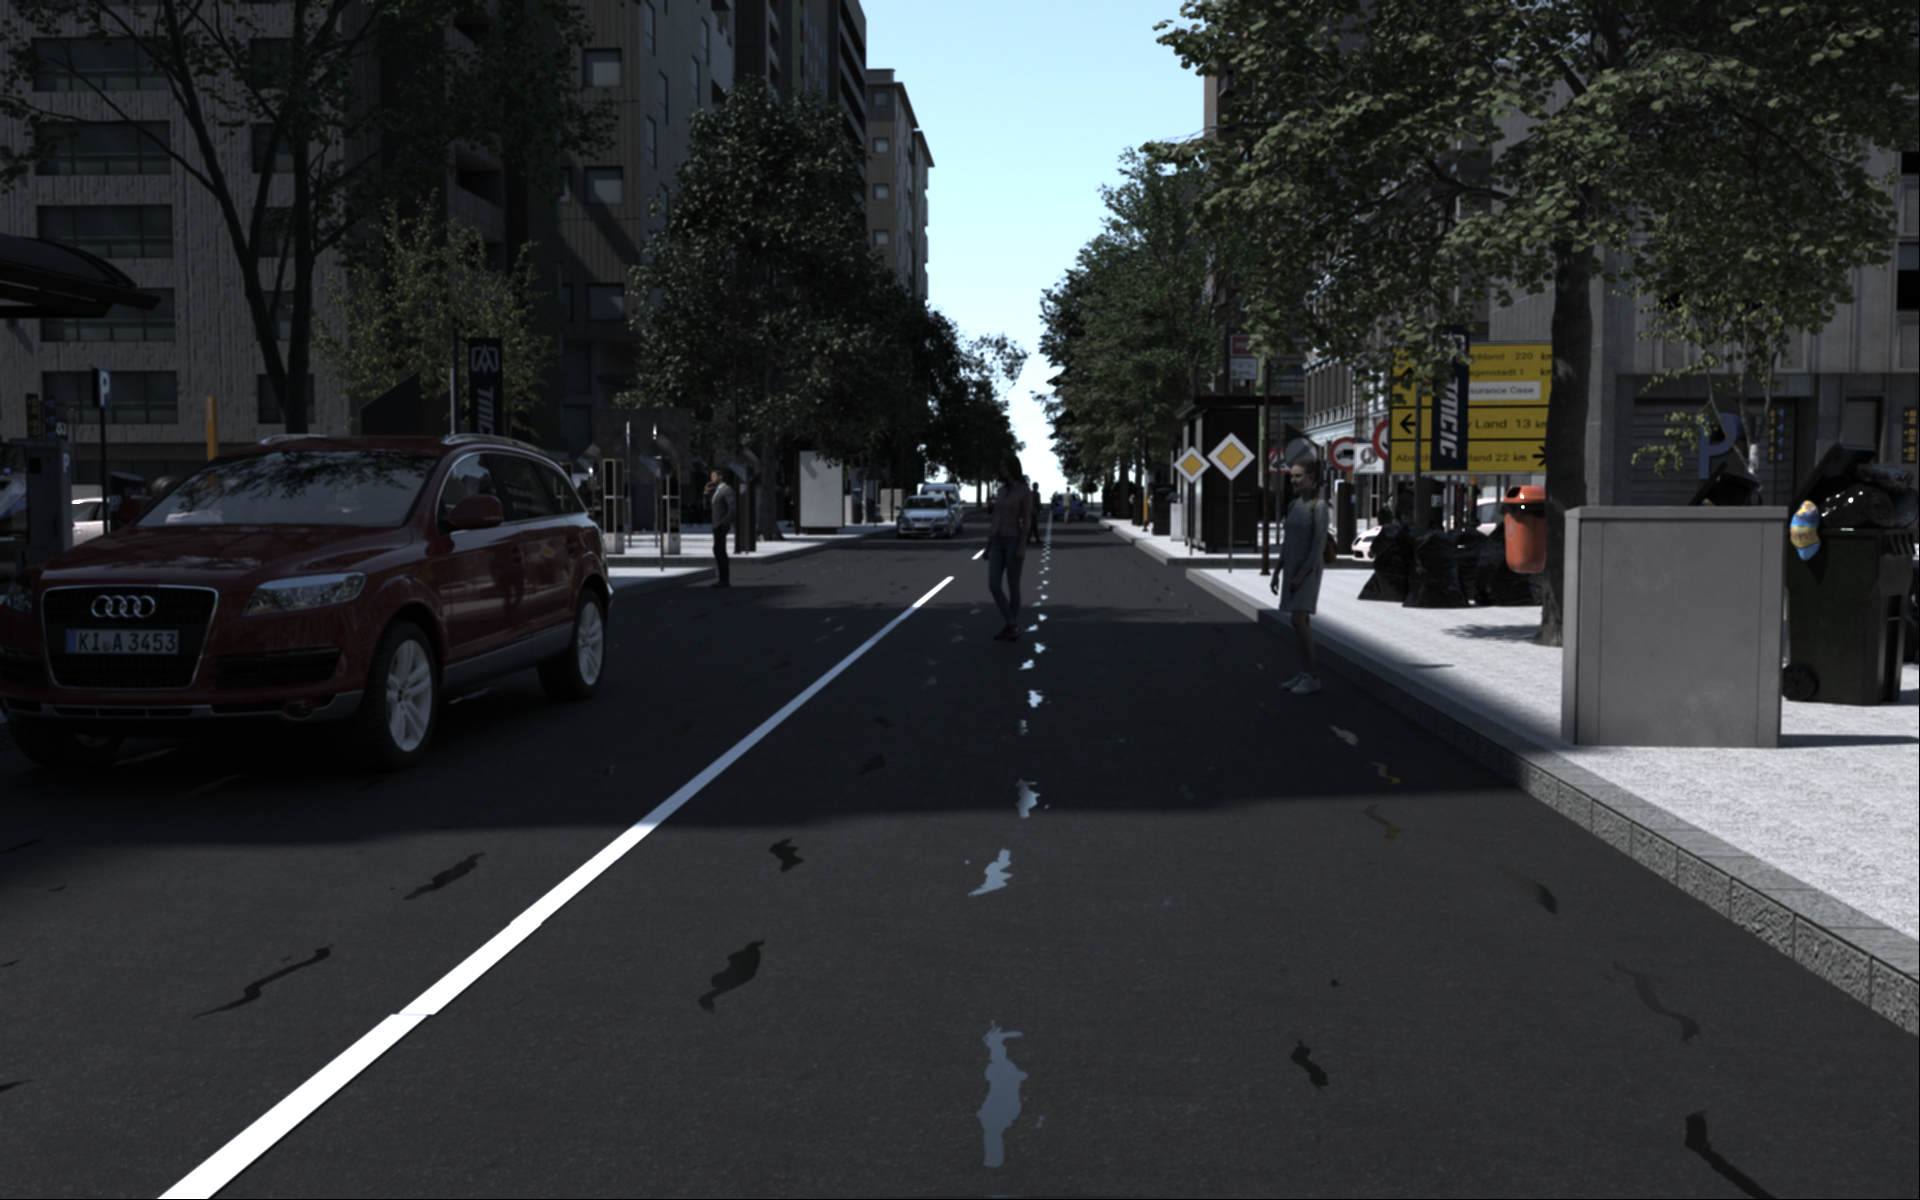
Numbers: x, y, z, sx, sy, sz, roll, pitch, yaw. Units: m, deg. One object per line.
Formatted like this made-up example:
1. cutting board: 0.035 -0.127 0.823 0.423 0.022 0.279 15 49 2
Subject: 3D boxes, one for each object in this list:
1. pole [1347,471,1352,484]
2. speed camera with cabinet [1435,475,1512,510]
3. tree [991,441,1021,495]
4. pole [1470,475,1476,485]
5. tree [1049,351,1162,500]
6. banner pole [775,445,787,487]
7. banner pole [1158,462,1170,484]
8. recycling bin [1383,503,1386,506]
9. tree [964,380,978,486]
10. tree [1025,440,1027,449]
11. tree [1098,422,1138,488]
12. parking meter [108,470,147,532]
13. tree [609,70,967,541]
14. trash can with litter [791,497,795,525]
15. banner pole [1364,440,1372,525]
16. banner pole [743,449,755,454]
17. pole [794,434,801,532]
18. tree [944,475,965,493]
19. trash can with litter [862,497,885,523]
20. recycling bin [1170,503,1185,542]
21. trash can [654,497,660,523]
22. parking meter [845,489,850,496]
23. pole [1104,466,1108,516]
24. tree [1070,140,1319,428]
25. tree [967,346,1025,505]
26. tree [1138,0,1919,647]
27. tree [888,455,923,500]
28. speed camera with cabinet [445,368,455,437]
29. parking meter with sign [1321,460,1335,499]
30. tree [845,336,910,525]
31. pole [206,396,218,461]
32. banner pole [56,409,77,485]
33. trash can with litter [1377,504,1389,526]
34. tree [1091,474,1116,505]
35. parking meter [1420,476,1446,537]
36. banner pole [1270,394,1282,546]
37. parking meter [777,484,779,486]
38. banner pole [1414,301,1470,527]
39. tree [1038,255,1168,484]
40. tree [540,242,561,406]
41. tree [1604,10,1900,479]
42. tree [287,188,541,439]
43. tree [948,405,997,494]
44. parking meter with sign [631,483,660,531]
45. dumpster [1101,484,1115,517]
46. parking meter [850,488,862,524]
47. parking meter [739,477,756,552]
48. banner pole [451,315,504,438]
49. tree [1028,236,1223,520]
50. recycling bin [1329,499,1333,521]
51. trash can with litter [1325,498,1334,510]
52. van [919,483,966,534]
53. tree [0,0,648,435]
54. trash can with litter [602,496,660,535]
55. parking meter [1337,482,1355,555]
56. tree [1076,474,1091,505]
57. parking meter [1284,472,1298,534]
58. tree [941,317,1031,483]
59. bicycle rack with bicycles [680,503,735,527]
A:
1. pole: 15.165 -4.501 67.442 0.158 3.312 0.155 0 3 0
2. speed camera with cabinet: 11.781 -2.730 38.976 2.038 3.252 0.660 2 4 28
3. tree: 4.269 -17.343 217.970 7.601 10.594 8.767 1 4 15
4. pole: 15.513 -3.580 52.373 0.158 3.312 0.155 0 3 0
5. tree: 9.386 -10.428 104.908 8.767 10.594 7.601 1 4 9
6. banner pole: -9.046 -5.942 87.173 0.863 3.779 0.401 1 4 19
7. banner pole: 10.984 -6.276 92.625 0.863 3.779 0.401 1 4 16
8. recycling bin: 12.631 -2.270 49.667 0.722 1.027 0.722 -2 4 -27
9. tree: 1.969 -15.527 171.995 7.486 12.596 7.792 0 3 0
10. tree: 3.336 -17.600 204.769 9.611 12.733 9.660 0 3 0
11. tree: 10.733 -10.191 116.980 4.737 8.622 4.395 0 3 0
12. parking meter: -8.828 -0.611 18.402 0.372 1.533 0.369 0 3 0
13. tree: -5.149 -7.961 47.163 9.611 12.733 9.660 0 3 0
14. trash can with litter: -6.496 -3.682 71.592 1.055 1.170 0.624 -3 5 -42
15. banner pole: 16.876 -4.958 71.085 0.863 3.779 0.401 -2 4 -35
16. banner pole: -10.785 -6.003 88.174 0.863 3.779 0.401 1 4 15
17. pole: -5.520 -3.974 58.812 0.158 3.312 0.155 0 3 0
18. tree: -0.458 -8.637 135.823 1.663 3.219 1.824 0 3 0
19. trash can with litter: -3.899 -4.035 77.352 1.055 1.170 0.624 -3 5 -40
20. recycling bin: 6.207 -2.112 47.078 0.722 1.027 0.722 3 5 43
21. trash can: -13.254 -3.957 76.343 0.748 1.137 0.748 0 3 0
22. parking meter: -5.153 -4.329 79.196 0.372 1.533 0.369 0 3 0
23. pole: 8.526 -6.563 101.146 0.158 3.312 0.155 0 3 0
24. tree: 6.964 -7.684 51.382 9.928 11.665 9.643 0 3 0
25. tree: -2.680 -11.203 100.171 9.611 12.733 9.660 0 3 0
26. tree: 5.511 -5.873 14.154 7.486 12.596 7.792 0 3 0
27. tree: -2.775 -5.577 85.787 1.663 3.219 1.824 0 3 0
28. speed camera with cabinet: -7.404 -1.979 26.688 0.660 3.252 2.038 -2 4 -30
29. parking meter with sign: 18.834 -5.709 89.608 0.543 3.016 1.738 0 4 -6
30. tree: -4.018 -7.469 72.479 4.737 8.622 4.395 0 3 0
31. pole: -15.556 -2.584 36.097 0.158 3.312 0.155 0 3 0
32. banner pole: -26.222 -3.720 50.839 0.863 3.779 0.401 -3 5 -45
33. trash can with litter: 10.166 -1.876 42.066 1.055 1.170 0.624 1 4 16
34. tree: 12.102 -8.995 141.669 1.663 3.219 1.824 0 3 0
35. parking meter: 6.737 -1.000 24.753 0.372 1.533 0.369 0 3 0
36. banner pole: 8.016 -3.269 43.470 0.401 3.779 0.863 1 4 16
37. parking meter: -9.825 -5.351 93.198 0.399 1.863 0.255 0 4 -1
38. banner pole: 6.202 -1.990 22.551 0.863 3.779 0.401 1 4 16
39. tree: 12.624 -16.762 129.950 12.611 20.169 13.585 0 3 0
40. tree: -12.720 -5.912 47.026 4.737 8.622 4.395 0 3 0
41. tree: 11.655 -4.594 25.471 4.737 8.622 4.395 0 3 0
42. tree: -13.413 -5.561 41.288 4.737 8.622 4.395 0 3 0
43. tree: 0.003 -11.080 131.522 4.737 8.622 4.395 0 3 0
44. parking meter with sign: -11.040 -3.920 60.346 1.738 3.016 0.543 -3 4 -37
45. dumpster: 8.728 -5.712 99.152 1.264 1.857 1.865 0 4 3
46. parking meter: -4.352 -3.978 73.449 0.372 1.533 0.369 0 3 0
47. parking meter: -4.757 -2.003 38.455 0.399 1.863 0.255 1 4 20
48. banner pole: -6.816 -2.100 24.346 0.863 3.779 0.401 -1 4 -12
49. tree: 8.338 -11.014 86.729 9.857 13.997 8.962 0 3 0
50. recycling bin: 18.012 -4.340 83.510 0.722 1.027 0.722 2 4 28
51. trash can with litter: 11.525 -2.697 55.487 0.624 1.170 1.055 2 4 30
52. van: -0.763 -3.409 62.742 2.013 2.044 4.112 0 4 2
53. tree: -7.207 -5.651 18.144 9.928 11.665 9.643 0 3 0
54. trash can with litter: -10.599 -2.665 54.622 1.678 1.210 2.233 -3 5 -44
55. parking meter: 8.124 -1.715 36.450 0.372 1.533 0.369 0 3 0
56. tree: 11.619 -9.815 155.083 1.663 3.219 1.824 0 3 0
57. parking meter: 8.094 -2.227 42.117 0.399 1.863 0.255 -1 4 -23
58. tree: 1.001 -20.191 186.017 12.611 20.169 13.585 0 3 0
59. bicycle rack with bicycles: -9.614 -3.282 67.050 2.852 0.926 2.925 1 4 9
